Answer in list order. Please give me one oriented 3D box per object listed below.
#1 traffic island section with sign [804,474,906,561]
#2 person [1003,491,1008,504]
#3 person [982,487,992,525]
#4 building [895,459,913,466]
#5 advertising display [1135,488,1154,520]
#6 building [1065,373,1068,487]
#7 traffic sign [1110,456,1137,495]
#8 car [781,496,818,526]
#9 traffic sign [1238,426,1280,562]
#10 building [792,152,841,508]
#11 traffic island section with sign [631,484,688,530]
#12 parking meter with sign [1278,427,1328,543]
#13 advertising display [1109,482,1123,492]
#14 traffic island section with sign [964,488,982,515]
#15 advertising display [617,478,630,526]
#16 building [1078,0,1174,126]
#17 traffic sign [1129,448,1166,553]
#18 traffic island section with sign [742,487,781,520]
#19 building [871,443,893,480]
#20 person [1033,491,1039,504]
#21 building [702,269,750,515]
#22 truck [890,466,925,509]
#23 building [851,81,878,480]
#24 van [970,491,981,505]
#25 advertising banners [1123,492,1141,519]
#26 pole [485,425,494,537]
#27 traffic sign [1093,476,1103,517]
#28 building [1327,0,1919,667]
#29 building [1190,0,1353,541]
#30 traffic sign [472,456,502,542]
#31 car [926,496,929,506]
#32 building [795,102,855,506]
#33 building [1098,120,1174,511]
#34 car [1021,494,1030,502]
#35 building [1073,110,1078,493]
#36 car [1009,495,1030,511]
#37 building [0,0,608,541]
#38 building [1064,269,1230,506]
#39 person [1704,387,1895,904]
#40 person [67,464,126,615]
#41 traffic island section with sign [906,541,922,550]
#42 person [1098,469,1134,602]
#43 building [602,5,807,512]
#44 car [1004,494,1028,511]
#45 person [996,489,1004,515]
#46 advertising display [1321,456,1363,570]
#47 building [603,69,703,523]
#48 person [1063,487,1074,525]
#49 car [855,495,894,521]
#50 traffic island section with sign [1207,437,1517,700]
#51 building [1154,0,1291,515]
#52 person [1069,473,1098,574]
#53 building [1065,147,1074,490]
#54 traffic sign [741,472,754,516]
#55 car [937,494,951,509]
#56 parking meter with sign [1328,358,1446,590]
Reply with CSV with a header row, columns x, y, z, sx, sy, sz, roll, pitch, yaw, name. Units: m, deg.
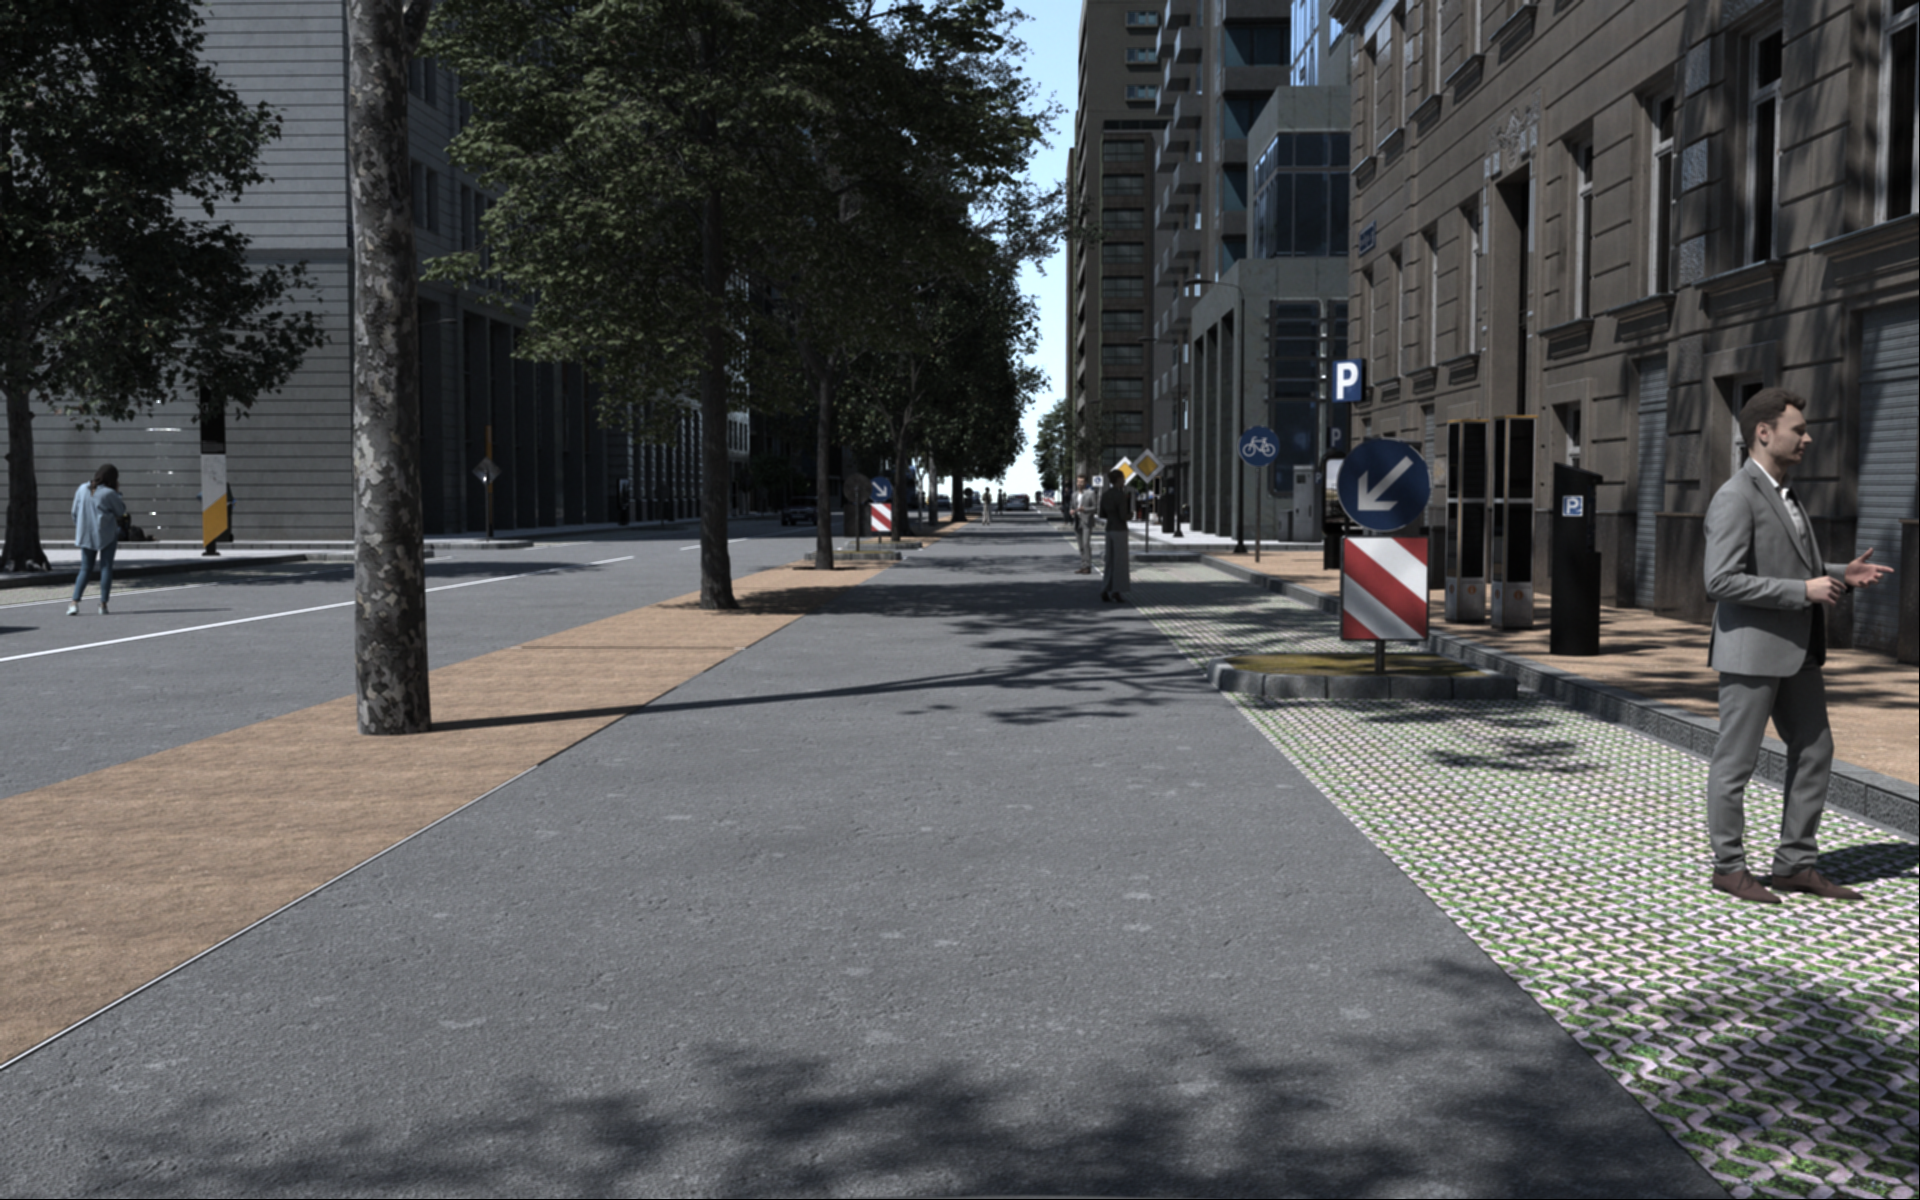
x,y,z,sx,sy,sz,roll,pitch,yaw,name
-2.315,-1.832,38.093,2.006,1.907,1.989,0,4,2,traffic island section with sign
6.475,-14.776,250.107,0.705,1.821,1.348,3,5,43,person
1.285,-4.331,79.863,0.519,1.759,0.362,2,4,34,person
-14.864,-36.007,272.315,14.154,41.232,14.086,0,4,2,building
9.021,-4.832,84.219,0.974,1.923,0.123,1,4,11,advertising display
25.376,-37.489,236.639,21.300,48.544,21.600,0,4,2,building
4.334,-2.562,45.537,0.795,2.450,0.064,0,4,2,traffic sign
-7.135,-4.091,79.466,1.945,1.354,3.894,0,4,3,car
5.586,-1.978,32.440,0.768,2.556,0.104,0,4,5,traffic sign
-27.987,-28.832,163.286,32.217,40.220,23.993,0,4,2,building
-11.851,-3.671,68.653,1.989,1.847,2.006,0,4,2,traffic island section with sign
9.177,-3.021,45.648,0.543,3.016,1.738,-3,5,-41,parking meter with sign
7.365,-4.685,81.809,0.123,1.923,0.974,-2,4,-28,advertising display
0.551,-6.878,120.589,2.006,1.907,1.989,0,4,2,traffic island section with sign
-13.641,-3.972,70.150,0.123,1.923,0.974,1,4,13,advertising display
21.499,-32.471,154.598,21.300,48.544,21.600,0,4,2,building
4.056,-2.074,37.557,0.795,2.450,0.064,0,4,2,traffic sign
-10.915,-5.319,95.592,1.989,1.847,2.006,0,4,2,traffic island section with sign
-19.978,-38.487,248.877,23.786,49.044,30.456,0,4,2,building
10.370,-13.647,231.557,1.348,1.831,0.705,3,4,38,person
-19.272,-15.296,104.835,10.420,20.320,16.860,0,4,2,building
-5.096,-11.064,170.647,2.967,4.110,18.799,0,4,2,truck
-24.130,-38.577,219.969,28.713,52.752,27.495,0,4,2,building
1.937,-14.015,236.151,2.013,2.044,4.112,0,4,4,van
9.109,-5.597,87.694,2.074,3.025,0.090,-1,4,-18,advertising banners
-13.973,-3.519,51.386,0.158,3.312,0.155,0,3,0,pole
7.772,-5.848,97.752,0.606,2.300,0.079,0,4,5,traffic sign
13.136,-13.798,22.856,12.463,27.353,25.104,0,4,2,building
23.492,-45.448,55.747,31.000,86.520,22.319,0,4,2,building
-12.600,-2.599,46.143,0.795,2.450,0.064,0,4,2,traffic sign
-3.189,-12.358,212.272,2.015,1.641,3.980,0,4,2,car
-18.688,-32.550,182.300,14.600,45.320,14.200,0,4,2,building
17.927,-22.329,136.776,14.160,30.474,14.107,0,4,2,building
8.043,-13.137,223.823,2.155,1.783,4.494,0,4,1,car
19.287,-30.821,187.518,14.154,41.232,14.086,0,4,2,building
5.059,-8.359,149.250,1.945,1.354,3.894,0,4,1,car
-21.484,-17.365,61.405,11.434,29.767,29.804,0,4,2,building
27.331,-58.087,262.397,22.319,86.520,31.000,0,4,2,building
2.896,0.163,6.038,0.583,1.804,0.606,3,5,44,person
-10.288,-0.724,20.599,0.793,1.790,0.793,-2,4,-34,person
-2.048,-2.285,45.496,2.006,1.907,1.989,0,4,2,traffic island section with sign
2.096,-0.848,22.921,0.362,1.759,0.519,-2,4,-35,person
-24.084,-29.459,136.274,22.147,44.769,28.867,0,4,2,building
4.714,-8.123,144.819,2.014,1.417,4.499,0,4,3,car
2.718,-6.728,118.722,0.641,1.798,0.478,-1,4,-12,person
6.596,-1.468,29.215,0.974,1.923,0.123,0,4,-1,advertising display
-19.276,-15.748,86.362,11.050,23.489,19.941,0,4,2,building
4.968,-4.344,79.944,0.534,1.772,0.576,-3,5,-40,person
-3.443,-3.695,72.420,2.014,1.417,4.499,0,4,2,car
2.899,-0.265,12.954,1.989,1.847,2.006,0,4,2,traffic island section with sign
22.833,-29.251,97.860,23.786,49.044,30.456,0,4,2,building
2.168,-1.376,31.193,0.606,1.804,0.583,2,4,35,person
20.440,-34.761,218.458,14.600,45.320,14.200,0,4,2,building
-12.412,-6.167,100.936,0.768,2.556,0.104,0,4,6,traffic sign
-1.819,-9.473,166.892,2.014,1.417,4.499,0,3,0,car
5.757,-1.633,22.962,1.738,3.016,0.543,-2,4,-31,parking meter with sign
